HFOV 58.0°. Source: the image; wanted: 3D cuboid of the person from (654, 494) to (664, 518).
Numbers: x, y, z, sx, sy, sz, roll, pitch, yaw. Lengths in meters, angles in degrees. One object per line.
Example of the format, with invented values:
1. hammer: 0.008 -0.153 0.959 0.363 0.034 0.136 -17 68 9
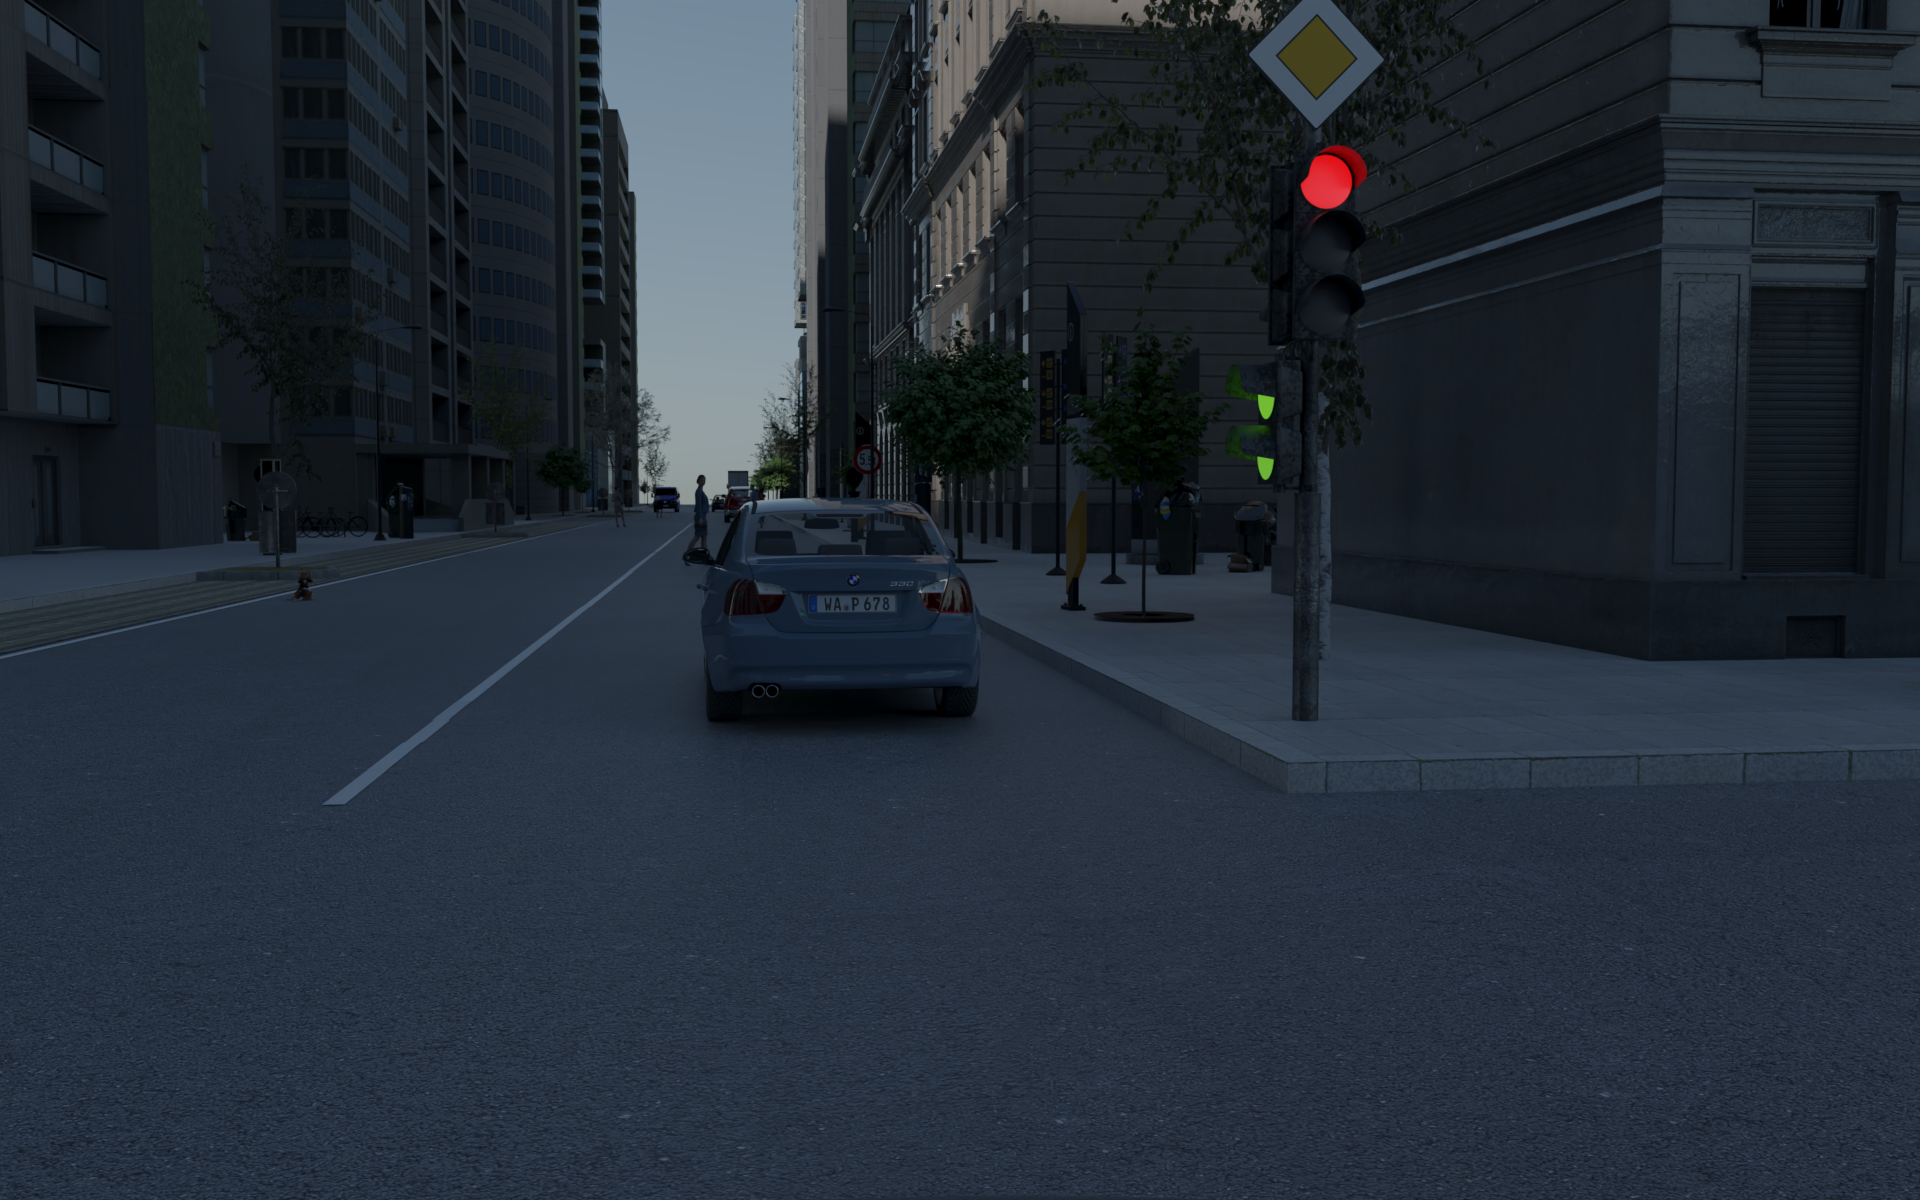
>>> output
1. person: -18.298 -5.707 105.006 0.799 1.438 0.628 1 4 18

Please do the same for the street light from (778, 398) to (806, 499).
1. street light: -8.053 -6.791 83.571 1.470 5.913 1.316 0 4 -8

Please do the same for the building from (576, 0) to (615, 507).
1. building: -47.389 -53.056 180.138 22.319 86.520 31.000 0 4 -8

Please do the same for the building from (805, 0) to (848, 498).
1. building: -2.344 -36.857 144.618 21.231 58.520 28.212 0 4 -8

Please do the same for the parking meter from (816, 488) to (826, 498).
1. parking meter: -5.412 -3.603 67.313 0.372 1.533 0.369 0 3 0

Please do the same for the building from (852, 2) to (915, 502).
1. building: 2.918 -14.184 73.713 13.314 21.916 24.055 0 4 -8

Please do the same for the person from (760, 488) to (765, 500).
1. person: -12.066 -5.975 106.131 0.705 1.831 1.348 0 4 -1

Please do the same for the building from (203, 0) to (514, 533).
1. building: -33.681 -22.647 62.154 32.217 40.220 23.993 0 4 -8

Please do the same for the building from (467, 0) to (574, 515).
1. building: -38.005 -35.058 115.191 21.231 58.520 28.212 0 4 -8

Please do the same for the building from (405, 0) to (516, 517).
1. building: -34.814 -39.902 90.647 20.563 71.187 20.611 0 4 -8

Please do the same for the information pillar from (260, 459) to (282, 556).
1. information pillar: -14.408 -1.942 36.248 0.304 2.012 0.304 0 4 5

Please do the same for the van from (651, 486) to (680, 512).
1. van: -23.218 -8.113 137.034 2.240 2.365 5.245 0 4 -7

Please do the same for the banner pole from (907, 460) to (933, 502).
1. banner pole: -1.135 -3.423 45.979 0.863 3.779 0.401 0 4 2

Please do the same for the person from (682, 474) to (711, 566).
1. person: -5.222 -1.596 34.610 0.654 1.822 0.581 1 4 14

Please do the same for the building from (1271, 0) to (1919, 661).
1. building: 13.509 -10.354 18.439 18.267 20.994 9.793 0 4 -8

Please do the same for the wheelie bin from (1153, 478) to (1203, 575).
1. wheelie bin: 3.501 -1.210 27.687 0.693 1.594 0.980 1 4 20

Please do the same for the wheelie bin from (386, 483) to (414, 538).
1. wheelie bin: -16.436 -2.628 50.884 0.693 1.594 0.980 0 4 -4

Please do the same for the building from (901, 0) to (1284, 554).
1. building: 5.526 -15.403 49.099 12.463 27.353 25.104 0 4 -8

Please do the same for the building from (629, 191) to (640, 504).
1. building: -49.632 -33.209 226.556 14.154 41.232 14.086 0 4 -8

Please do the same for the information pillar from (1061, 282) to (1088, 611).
1. information pillar: 1.274 -1.691 19.003 0.183 3.616 0.504 -1 4 -14

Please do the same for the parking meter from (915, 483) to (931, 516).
1. parking meter: -0.839 -1.876 39.079 0.372 1.533 0.369 0 3 0

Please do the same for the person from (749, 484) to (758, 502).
1. person: -8.699 -3.968 73.244 0.748 1.841 0.638 3 5 40

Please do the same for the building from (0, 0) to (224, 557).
1. building: -25.176 -21.555 36.025 14.154 41.232 14.086 0 4 -8

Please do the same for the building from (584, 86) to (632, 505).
1. building: -50.889 -35.695 207.314 21.300 48.544 21.600 0 4 -8

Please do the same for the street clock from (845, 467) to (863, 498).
1. street clock: -2.820 -2.549 46.240 0.471 2.002 0.358 -1 4 -9

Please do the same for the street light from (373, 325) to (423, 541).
1. street light: -15.452 -4.593 47.629 1.470 5.913 1.316 0 4 -8

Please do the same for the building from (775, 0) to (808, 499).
1. building: -12.879 -55.931 227.138 22.319 86.520 31.000 0 4 -8

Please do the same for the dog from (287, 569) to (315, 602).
1. dog: -8.971 -0.199 23.454 0.550 0.427 0.748 1 4 20

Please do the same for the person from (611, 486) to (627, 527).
1. person: -14.737 -4.037 74.842 0.599 1.781 0.374 1 4 15

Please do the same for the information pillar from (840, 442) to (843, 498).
1. information pillar: -5.321 -5.290 77.841 0.183 3.616 0.504 -1 4 -10

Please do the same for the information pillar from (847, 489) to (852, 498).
1. information pillar: -4.027 -3.698 64.954 0.304 2.012 0.304 3 5 41

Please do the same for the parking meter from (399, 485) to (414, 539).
1. parking meter: -15.897 -2.528 49.744 0.372 1.533 0.369 0 3 0

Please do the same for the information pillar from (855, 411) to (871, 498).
1. information pillar: -2.746 -3.523 48.959 0.504 3.616 0.183 -1 4 -16

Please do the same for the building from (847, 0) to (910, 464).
1. building: 0.689 -25.186 95.380 14.154 41.232 14.086 0 4 -8

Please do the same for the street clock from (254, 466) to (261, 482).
1. street clock: -17.477 -2.386 43.587 0.471 2.002 0.358 0 4 -2

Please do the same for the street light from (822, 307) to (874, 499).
1. street light: -2.736 -4.325 43.263 1.470 5.913 1.316 0 4 -8

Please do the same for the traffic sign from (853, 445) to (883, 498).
1. traffic sign: -2.387 -2.737 44.861 0.768 2.556 0.104 0 4 -4

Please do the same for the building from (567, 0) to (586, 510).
1. building: -37.581 -27.735 137.069 14.154 41.232 14.086 0 4 -8
